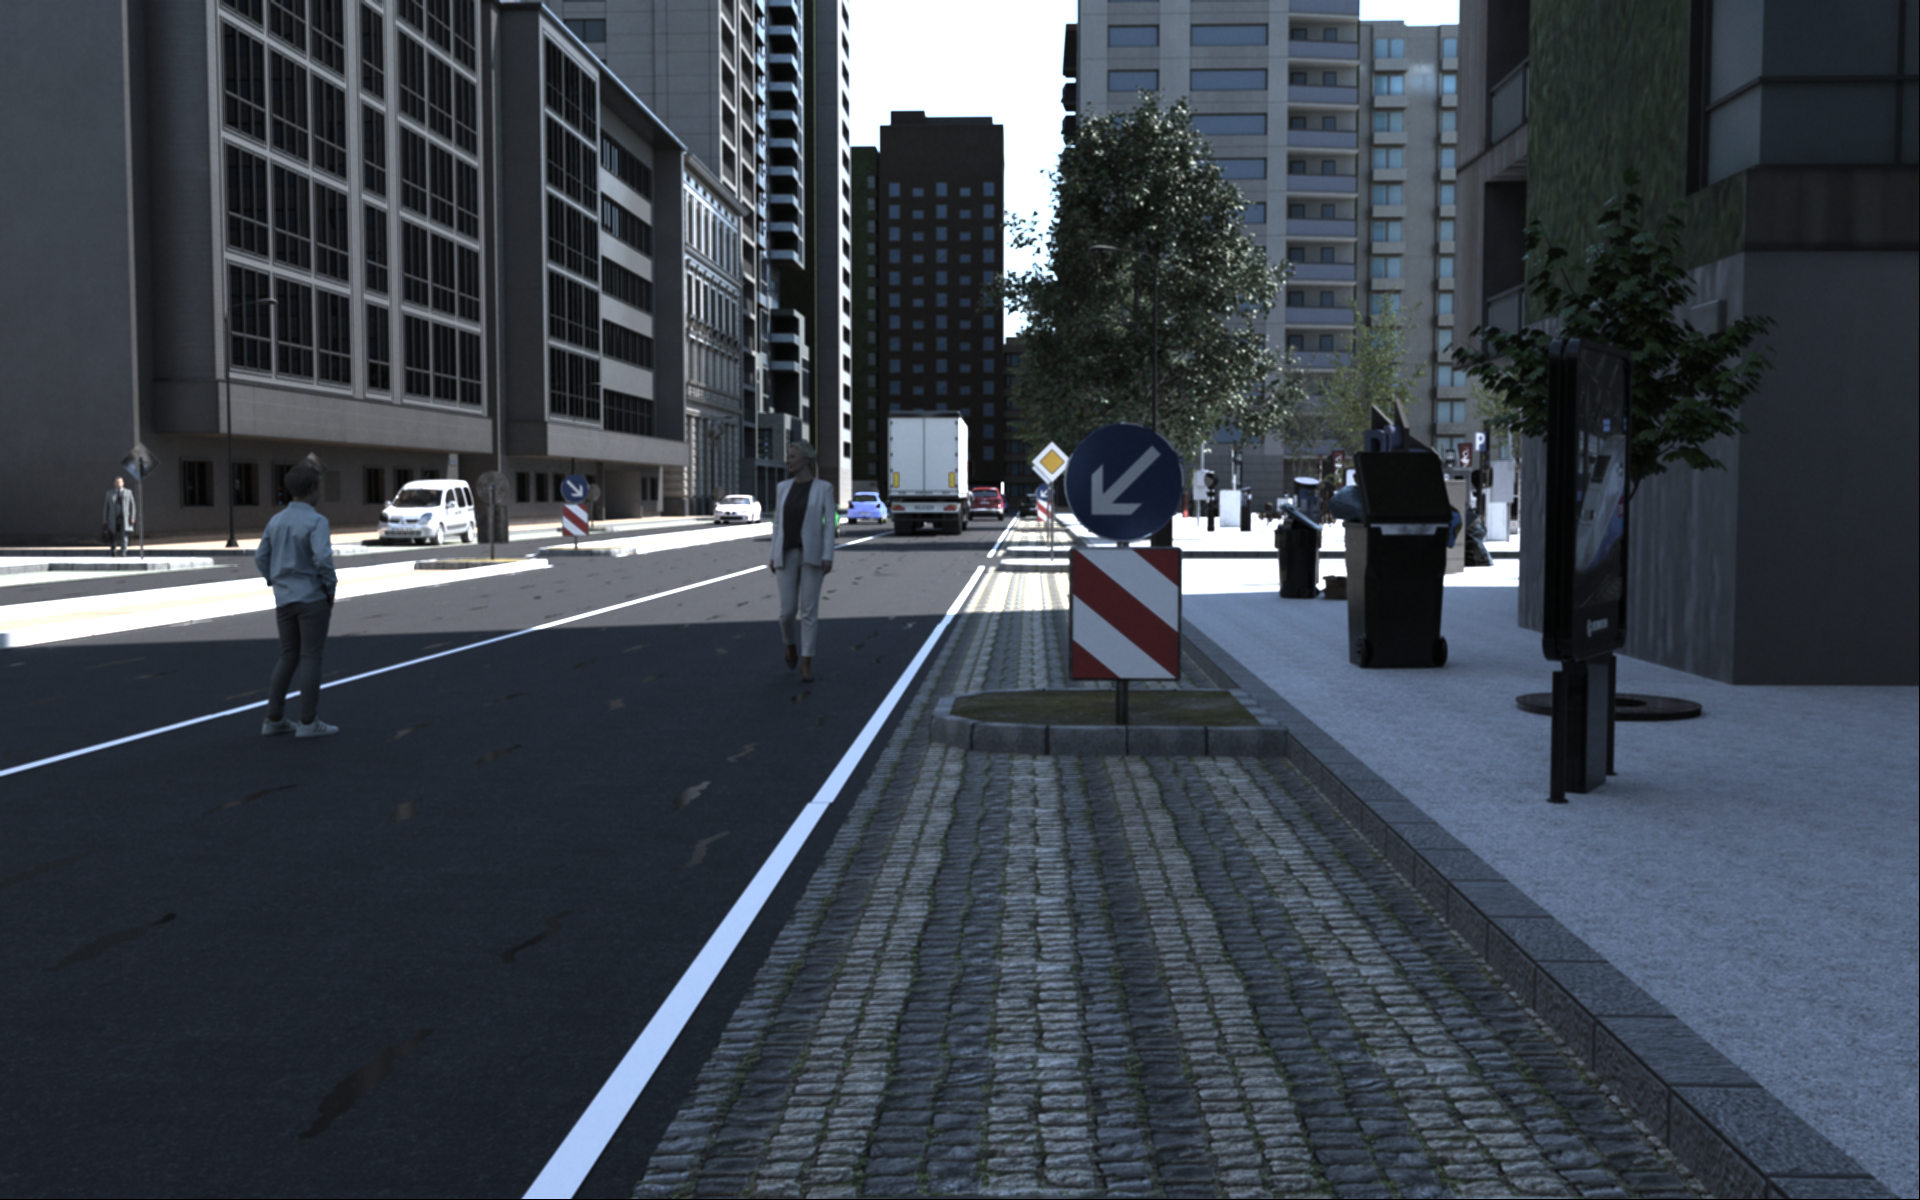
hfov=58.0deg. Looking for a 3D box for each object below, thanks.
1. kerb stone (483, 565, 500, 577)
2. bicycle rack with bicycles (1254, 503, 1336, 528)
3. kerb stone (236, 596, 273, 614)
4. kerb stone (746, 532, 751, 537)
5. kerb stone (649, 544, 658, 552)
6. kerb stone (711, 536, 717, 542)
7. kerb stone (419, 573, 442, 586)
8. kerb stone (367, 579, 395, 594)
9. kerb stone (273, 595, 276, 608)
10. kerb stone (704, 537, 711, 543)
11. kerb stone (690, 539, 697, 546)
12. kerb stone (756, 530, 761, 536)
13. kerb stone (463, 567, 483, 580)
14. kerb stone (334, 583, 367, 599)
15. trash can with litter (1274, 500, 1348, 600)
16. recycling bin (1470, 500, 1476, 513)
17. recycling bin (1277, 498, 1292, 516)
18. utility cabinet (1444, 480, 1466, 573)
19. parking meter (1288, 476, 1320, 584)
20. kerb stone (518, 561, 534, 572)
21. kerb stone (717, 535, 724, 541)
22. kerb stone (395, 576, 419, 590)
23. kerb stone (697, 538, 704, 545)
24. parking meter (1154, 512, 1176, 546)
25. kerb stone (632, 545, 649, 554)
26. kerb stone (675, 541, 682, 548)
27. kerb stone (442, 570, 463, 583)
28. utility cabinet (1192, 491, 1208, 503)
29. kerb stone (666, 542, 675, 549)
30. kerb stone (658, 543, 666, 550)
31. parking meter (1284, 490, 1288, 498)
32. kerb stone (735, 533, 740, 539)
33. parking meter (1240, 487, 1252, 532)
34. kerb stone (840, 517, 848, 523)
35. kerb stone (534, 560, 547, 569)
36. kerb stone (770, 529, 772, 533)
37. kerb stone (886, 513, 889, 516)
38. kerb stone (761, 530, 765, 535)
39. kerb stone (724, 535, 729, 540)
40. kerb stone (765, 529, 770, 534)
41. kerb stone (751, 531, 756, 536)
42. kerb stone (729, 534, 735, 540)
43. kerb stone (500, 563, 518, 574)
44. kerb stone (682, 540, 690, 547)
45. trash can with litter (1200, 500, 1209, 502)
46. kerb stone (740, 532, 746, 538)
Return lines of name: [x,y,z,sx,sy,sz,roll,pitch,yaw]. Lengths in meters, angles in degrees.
kerb stone: [-8.304,-0.497,30.327,0.120,0.150,1.000,0,4,2]
bicycle rack with bicycles: [13.138,-3.256,66.624,2.925,0.926,2.852,3,4,37]
kerb stone: [-8.679,0.066,21.109,0.120,0.150,1.000,0,4,2]
kerb stone: [-7.171,-2.162,57.543,0.120,0.150,1.000,0,4,2]
kerb stone: [-7.764,-1.284,43.189,0.120,0.150,1.000,0,4,2]
kerb stone: [-7.425,-1.785,51.381,0.120,0.150,1.000,0,4,2]
kerb stone: [-8.424,-0.310,27.257,0.120,0.150,1.000,0,4,2]
kerb stone: [-8.508,-0.180,25.199,0.120,0.150,1.000,0,4,2]
kerb stone: [-8.642,0.008,22.130,0.120,0.150,1.000,0,4,2]
kerb stone: [-7.462,-1.723,50.360,0.120,0.150,1.000,0,4,2]
kerb stone: [-7.561,-1.597,48.309,0.120,0.150,1.000,0,4,2]
kerb stone: [-7.085,-2.288,59.606,0.120,0.150,1.000,0,4,2]
kerb stone: [-8.340,-0.435,29.305,0.120,0.150,1.000,0,4,2]
kerb stone: [-8.558,-0.114,24.173,0.120,0.150,1.000,0,4,2]
trash can with litter: [4.411,-0.609,21.338,1.055,1.170,0.624,2,4,29]
recycling bin: [21.776,-3.739,73.684,0.722,1.027,0.722,0,4,7]
recycling bin: [19.261,-5.514,102.706,0.722,1.027,0.722,2,4,28]
utility cabinet: [7.461,-1.158,27.608,1.173,1.500,0.318,-1,4,-19]
parking meter: [4.965,-1.003,24.814,0.372,1.533,0.369,0,3,0]
kerb stone: [-8.214,-0.624,32.395,0.120,0.150,1.000,0,4,2]
kerb stone: [-7.382,-1.849,52.419,0.120,0.150,1.000,0,4,2]
kerb stone: [-8.463,-0.246,26.221,0.120,0.150,1.000,0,4,2]
kerb stone: [-7.510,-1.657,49.339,0.120,0.150,1.000,0,4,2]
parking meter: [2.917,-1.171,24.853,0.255,1.863,0.399,0,4,4]
kerb stone: [-7.803,-1.221,42.155,0.120,0.150,1.000,0,4,2]
kerb stone: [-7.644,-1.469,46.256,0.120,0.150,1.000,0,4,2]
kerb stone: [-8.380,-0.372,28.284,0.120,0.150,1.000,0,4,2]
utility cabinet: [15.352,-6.241,110.719,1.173,1.500,0.318,-3,4,-38]
kerb stone: [-7.684,-1.405,45.235,0.120,0.150,1.000,0,4,2]
kerb stone: [-7.725,-1.347,44.213,0.120,0.150,1.000,0,4,2]
parking meter: [20.399,-6.103,108.202,0.372,1.533,0.369,0,3,0]
kerb stone: [-7.259,-2.036,55.490,0.120,0.150,1.000,0,4,2]
parking meter: [9.810,-3.120,59.422,0.372,1.533,0.369,0,3,0]
kerb stone: [-5.895,-4.042,88.288,0.120,0.150,1.000,0,4,2]
kerb stone: [-8.167,-0.685,33.428,0.120,0.150,1.000,0,4,2]
kerb stone: [-6.959,-2.469,62.693,0.120,0.150,1.000,0,4,2]
kerb stone: [-4.791,-5.668,114.917,0.120,0.150,1.000,0,4,2]
kerb stone: [-7.040,-2.351,60.630,0.120,0.150,1.000,0,4,2]
kerb stone: [-7.342,-1.910,53.447,0.120,0.150,1.000,0,4,2]
kerb stone: [-6.999,-2.414,61.659,0.120,0.150,1.000,0,4,2]
kerb stone: [-7.128,-2.225,58.575,0.120,0.150,1.000,0,4,2]
kerb stone: [-7.292,-1.974,54.468,0.120,0.150,1.000,0,4,2]
kerb stone: [-8.260,-0.561,31.365,0.120,0.150,1.000,0,4,2]
kerb stone: [-7.593,-1.534,47.277,0.120,0.150,1.000,0,4,2]
trash can with litter: [14.291,-5.557,102.242,0.624,1.170,1.055,2,4,24]
kerb stone: [-7.216,-2.099,56.521,0.120,0.150,1.000,0,4,2]
